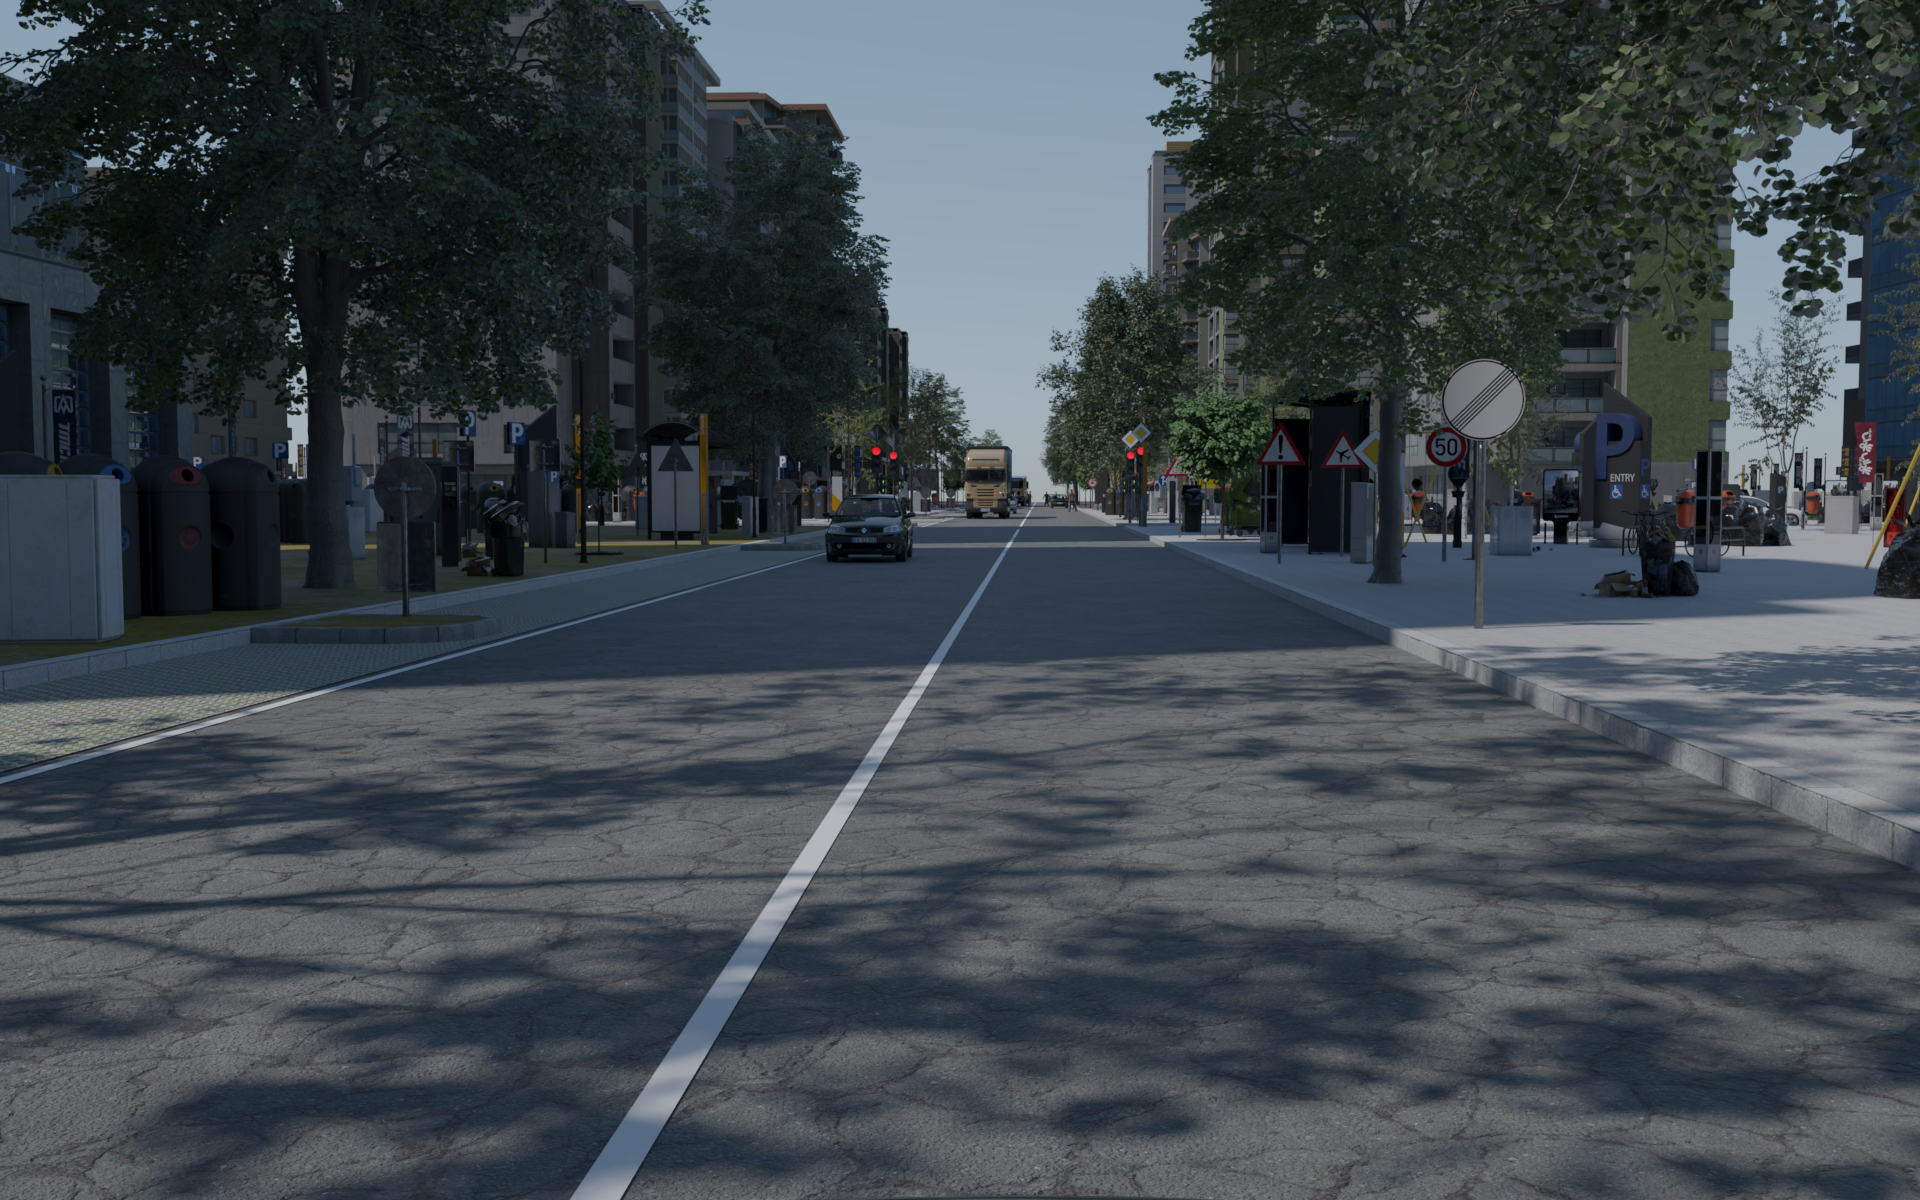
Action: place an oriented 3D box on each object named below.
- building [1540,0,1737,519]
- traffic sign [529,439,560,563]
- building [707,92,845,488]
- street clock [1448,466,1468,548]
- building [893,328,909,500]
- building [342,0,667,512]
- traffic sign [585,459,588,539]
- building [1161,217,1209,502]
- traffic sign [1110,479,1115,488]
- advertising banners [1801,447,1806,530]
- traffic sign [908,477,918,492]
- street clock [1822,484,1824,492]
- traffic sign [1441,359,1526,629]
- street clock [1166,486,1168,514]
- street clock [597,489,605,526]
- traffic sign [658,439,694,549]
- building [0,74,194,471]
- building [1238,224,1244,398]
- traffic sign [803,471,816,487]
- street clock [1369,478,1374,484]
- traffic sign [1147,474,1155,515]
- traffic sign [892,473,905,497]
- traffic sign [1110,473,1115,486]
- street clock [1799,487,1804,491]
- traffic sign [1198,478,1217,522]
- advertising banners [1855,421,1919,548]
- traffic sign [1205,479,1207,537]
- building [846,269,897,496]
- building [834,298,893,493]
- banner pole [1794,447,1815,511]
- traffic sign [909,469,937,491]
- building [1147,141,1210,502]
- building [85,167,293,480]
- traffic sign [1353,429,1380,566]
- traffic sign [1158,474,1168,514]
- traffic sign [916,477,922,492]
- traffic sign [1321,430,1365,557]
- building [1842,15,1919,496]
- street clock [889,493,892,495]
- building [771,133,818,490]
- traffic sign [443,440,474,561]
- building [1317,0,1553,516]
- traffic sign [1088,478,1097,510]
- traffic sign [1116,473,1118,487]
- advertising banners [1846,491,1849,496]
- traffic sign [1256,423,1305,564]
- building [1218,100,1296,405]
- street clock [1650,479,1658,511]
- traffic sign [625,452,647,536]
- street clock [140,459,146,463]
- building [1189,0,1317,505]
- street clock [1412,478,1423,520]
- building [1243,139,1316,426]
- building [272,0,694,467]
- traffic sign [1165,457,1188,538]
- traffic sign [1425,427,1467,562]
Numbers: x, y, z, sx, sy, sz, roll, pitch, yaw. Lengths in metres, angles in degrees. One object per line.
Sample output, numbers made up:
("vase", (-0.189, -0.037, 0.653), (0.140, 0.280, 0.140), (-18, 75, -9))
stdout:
("building", (32.255, -25.073, 93.540), (14.086, 41.232, 14.154), (0, 4, 3))
("traffic sign", (-7.703, -1.836, 32.149), (0.606, 2.300, 0.079), (1, 4, 10))
("building", (-24.587, -32.835, 191.470), (22.147, 44.769, 28.867), (0, 4, 3))
("street clock", (11.855, -2.242, 41.235), (0.471, 2.002, 0.358), (0, 4, 6))
("building", (-16.246, -32.067, 295.989), (14.160, 30.474, 14.107), (0, 4, 3))
("building", (-25.087, -19.945, 97.803), (14.160, 30.474, 14.107), (0, 4, 3))
("traffic sign", (-10.746, -3.025, 49.560), (0.768, 2.556, 0.104), (1, 4, 12))
("building", (42.456, -37.430, 266.608), (22.147, 44.769, 28.867), (0, 4, 3))
("traffic sign", (12.909, -9.094, 148.694), (0.884, 2.594, 0.081), (0, 4, 5))
("advertising banners", (30.850, -4.109, 63.372), (0.090, 3.025, 2.074), (2, 4, 23))
("traffic sign", (-3.486, -7.864, 128.678), (0.768, 2.556, 0.104), (1, 4, 11))
("street clock", (62.755, -7.410, 125.722), (0.471, 2.002, 0.358), (-2, 4, -35))
("traffic sign", (4.941, -0.998, 16.429), (0.768, 2.556, 0.104), (1, 4, 12))
("street clock", (13.499, -6.570, 111.989), (0.358, 2.002, 0.471), (2, 4, 35))
("street clock", (-14.536, -4.017, 70.241), (0.358, 2.002, 0.471), (-2, 4, -24))
("traffic sign", (-6.678, -2.487, 40.669), (0.884, 2.594, 0.081), (1, 4, 10))
("building", (-41.118, -44.721, 43.855), (31.000, 86.520, 22.319), (0, 4, 3))
("building", (34.131, -24.332, 169.527), (14.160, 30.474, 14.107), (0, 4, 3))
("traffic sign", (-8.416, -5.923, 96.939), (0.768, 2.556, 0.104), (0, 4, 4))
("street clock", (18.466, -4.511, 78.330), (0.471, 2.002, 0.358), (1, 4, 15))
("traffic sign", (11.787, -6.592, 107.893), (0.768, 2.556, 0.104), (0, 4, 6))
("traffic sign", (-3.731, -6.387, 104.540), (0.768, 2.556, 0.104), (0, 4, 7))
("traffic sign", (13.413, -9.625, 151.249), (2.265, 3.308, 0.079), (0, 4, 3))
("street clock", (71.985, -8.789, 148.265), (0.358, 2.002, 0.471), (0, 4, 2))
("traffic sign", (11.868, -5.153, 78.120), (2.265, 3.308, 0.079), (1, 4, 10))
("advertising banners", (22.315, -2.755, 41.227), (0.090, 3.025, 2.074), (-3, 5, -39))
("traffic sign", (7.373, -3.108, 51.998), (0.795, 2.450, 0.064), (1, 4, 10))
("building", (-26.074, -35.794, 277.114), (32.217, 40.220, 23.993), (0, 4, 3))
("building", (-18.110, -29.743, 258.005), (14.160, 30.474, 14.107), (0, 4, 3))
("banner pole", (44.706, -6.239, 92.017), (0.401, 3.779, 0.863), (-3, 5, -43))
("traffic sign", (-3.018, -8.956, 140.311), (2.265, 3.308, 0.079), (1, 4, 9))
("building", (42.341, -46.042, 294.790), (21.231, 58.520, 28.212), (0, 4, 3))
("building", (-61.606, -16.037, 107.245), (28.899, 21.520, 27.650), (0, 4, 3))
("traffic sign", (7.366, -1.808, 30.754), (0.795, 2.450, 0.064), (0, 4, 5))
("traffic sign", (13.082, -6.786, 111.060), (0.768, 2.556, 0.104), (1, 4, 10))
("traffic sign", (-3.360, -8.182, 133.777), (0.884, 2.594, 0.081), (1, 4, 8))
("traffic sign", (7.804, -2.162, 35.355), (0.884, 2.594, 0.081), (0, 4, 5))
("building", (58.817, -27.139, 93.838), (14.200, 45.320, 14.600), (0, 4, 3))
("street clock", (-4.371, -6.381, 108.892), (0.358, 2.002, 0.471), (0, 4, -7))
("building", (-30.328, -28.937, 165.006), (32.217, 40.220, 23.993), (0, 4, 3))
("traffic sign", (-9.538, -1.887, 32.977), (0.606, 2.300, 0.079), (0, 4, 5))
("building", (31.730, -26.747, 120.904), (14.154, 41.232, 14.086), (0, 4, 3))
("traffic sign", (10.451, -8.352, 136.666), (0.768, 2.556, 0.104), (1, 4, 11))
("traffic sign", (14.034, -9.209, 144.444), (2.265, 3.308, 0.079), (0, 4, 4))
("advertising banners", (32.788, -4.102, 63.257), (2.074, 3.025, 0.090), (-3, 5, -45))
("traffic sign", (5.863, -1.940, 31.728), (0.884, 2.594, 0.081), (1, 4, 9))
("building", (34.317, -30.562, 183.276), (14.154, 41.232, 14.086), (0, 4, 3))
("street clock", (32.541, -4.699, 81.396), (0.471, 2.002, 0.358), (-2, 4, -25))
("traffic sign", (-9.897, -3.250, 53.140), (0.884, 2.594, 0.081), (1, 4, 11))
("street clock", (-16.571, -1.894, 35.536), (0.358, 2.002, 0.471), (2, 4, 24))
("building", (37.888, -46.605, 200.244), (20.563, 71.187, 20.611), (0, 4, 3))
("street clock", (21.020, -4.593, 79.661), (0.471, 2.002, 0.358), (2, 4, 27))
("building", (31.666, -22.729, 143.315), (14.160, 30.474, 14.107), (0, 4, 3))
("building", (-32.726, -27.018, 133.618), (32.217, 40.220, 23.993), (0, 4, 3))
("traffic sign", (6.492, -3.124, 51.079), (0.884, 2.594, 0.081), (1, 4, 11))
("traffic sign", (9.189, -2.000, 32.798), (0.768, 2.556, 0.104), (1, 4, 9))
